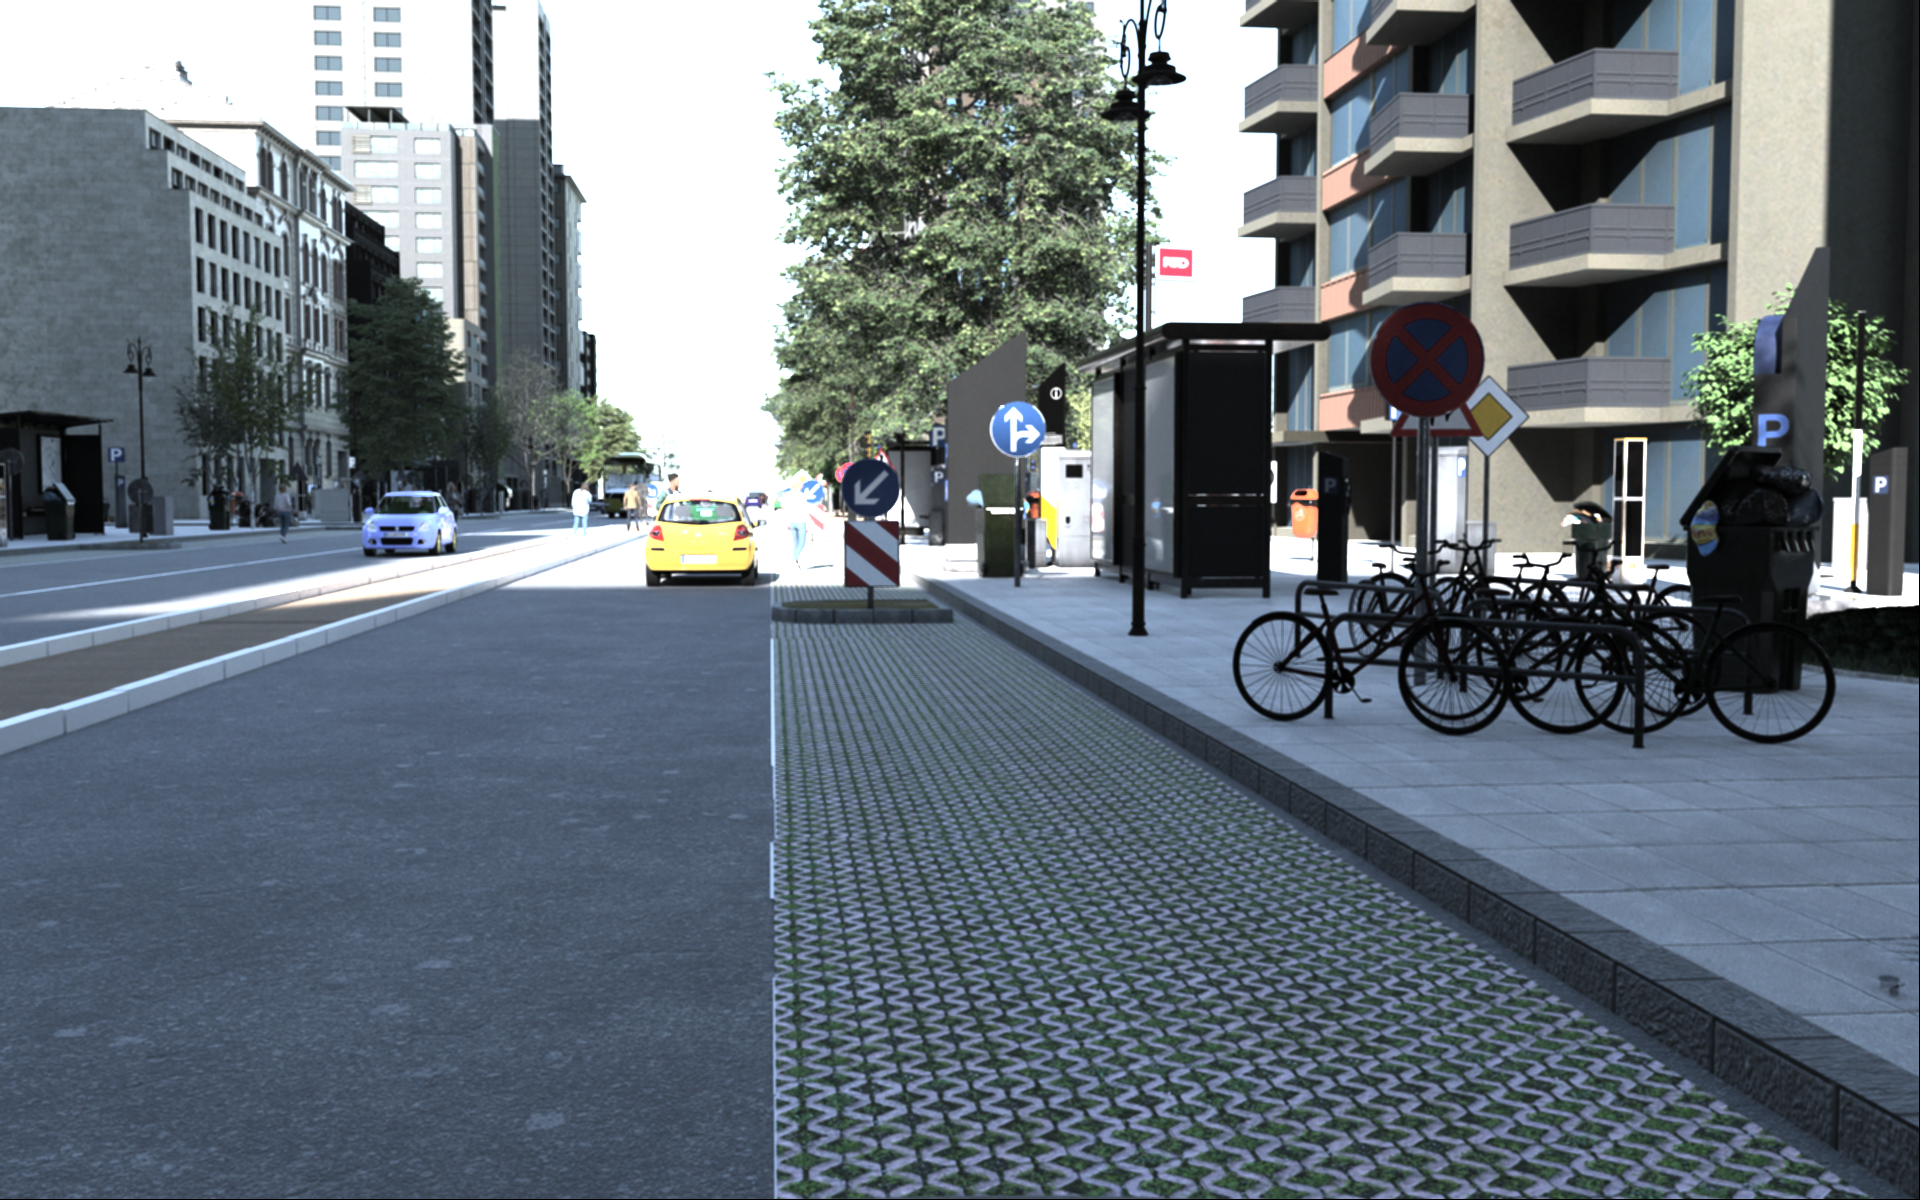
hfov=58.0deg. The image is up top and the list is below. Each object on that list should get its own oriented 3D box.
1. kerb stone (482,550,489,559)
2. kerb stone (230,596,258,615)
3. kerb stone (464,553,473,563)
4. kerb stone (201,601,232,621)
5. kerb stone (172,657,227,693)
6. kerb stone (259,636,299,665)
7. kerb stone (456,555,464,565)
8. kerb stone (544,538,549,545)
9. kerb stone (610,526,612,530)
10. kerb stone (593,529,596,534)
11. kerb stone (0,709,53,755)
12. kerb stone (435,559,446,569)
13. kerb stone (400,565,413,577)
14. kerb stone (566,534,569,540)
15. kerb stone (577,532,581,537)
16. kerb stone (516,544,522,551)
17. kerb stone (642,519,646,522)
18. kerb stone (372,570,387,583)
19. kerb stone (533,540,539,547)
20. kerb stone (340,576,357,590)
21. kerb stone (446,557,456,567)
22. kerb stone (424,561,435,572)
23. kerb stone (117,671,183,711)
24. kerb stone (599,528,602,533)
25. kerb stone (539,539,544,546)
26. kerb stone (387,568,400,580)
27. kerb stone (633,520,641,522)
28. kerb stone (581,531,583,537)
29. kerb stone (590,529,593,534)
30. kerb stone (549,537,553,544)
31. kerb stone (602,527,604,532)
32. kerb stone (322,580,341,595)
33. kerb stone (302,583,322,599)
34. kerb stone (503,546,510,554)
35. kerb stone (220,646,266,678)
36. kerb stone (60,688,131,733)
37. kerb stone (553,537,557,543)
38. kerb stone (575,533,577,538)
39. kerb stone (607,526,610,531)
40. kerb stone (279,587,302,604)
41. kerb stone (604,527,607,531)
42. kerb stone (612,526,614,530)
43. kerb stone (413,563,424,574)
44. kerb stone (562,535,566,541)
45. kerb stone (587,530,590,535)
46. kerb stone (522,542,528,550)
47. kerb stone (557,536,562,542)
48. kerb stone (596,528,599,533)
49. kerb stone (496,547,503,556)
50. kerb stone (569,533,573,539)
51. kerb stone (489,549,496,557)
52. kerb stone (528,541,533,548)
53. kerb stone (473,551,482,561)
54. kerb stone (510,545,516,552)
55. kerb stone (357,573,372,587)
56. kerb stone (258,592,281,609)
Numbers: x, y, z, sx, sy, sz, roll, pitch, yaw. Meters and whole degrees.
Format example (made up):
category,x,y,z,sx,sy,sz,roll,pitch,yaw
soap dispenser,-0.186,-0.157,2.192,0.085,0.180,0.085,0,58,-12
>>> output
category,x,y,z,sx,sy,sz,roll,pitch,yaw
kerb stone,-10.568,-0.974,38.133,0.120,0.150,1.000,0,4,-6
kerb stone,-8.675,0.086,20.793,0.120,0.150,1.000,0,4,-6
kerb stone,-10.349,-0.850,36.090,0.120,0.150,1.000,0,4,-6
kerb stone,-8.561,0.152,19.772,0.120,0.150,1.000,0,4,-6
kerb stone,-5.703,0.569,12.902,0.120,0.150,1.000,0,4,-6
kerb stone,-5.924,0.449,14.938,0.120,0.150,1.000,0,4,-6
kerb stone,-10.240,-0.788,35.074,0.120,0.150,1.000,0,4,-6
kerb stone,-11.683,-1.599,48.350,0.120,0.150,1.000,0,4,-6
kerb stone,-13.808,-2.785,67.724,0.120,0.150,1.000,0,4,-6
kerb stone,-13.144,-2.411,61.613,0.120,0.150,1.000,0,4,-6
kerb stone,-5.363,0.755,9.849,0.120,0.150,1.000,0,4,-6
kerb stone,-10.010,-0.663,33.036,0.120,0.150,1.000,0,4,-6
kerb stone,-9.674,-0.475,29.966,0.120,0.150,1.000,0,4,-6
kerb stone,-12.246,-1.910,53.431,0.120,0.150,1.000,0,4,-6
kerb stone,-12.579,-2.098,56.500,0.120,0.150,1.000,0,4,-6
kerb stone,-11.124,-1.286,43.238,0.120,0.150,1.000,0,4,-6
kerb stone,-15.860,-3.936,86.551,0.120,0.150,1.000,0,4,-6
kerb stone,-9.449,-0.350,27.914,0.120,0.150,1.000,0,4,-6
kerb stone,-11.459,-1.475,46.318,0.120,0.150,1.000,0,4,-6
kerb stone,-9.232,-0.225,25.880,0.120,0.150,1.000,0,4,-6
kerb stone,-10.119,-0.723,34.058,0.120,0.150,1.000,0,4,-6
kerb stone,-9.906,-0.600,32.002,0.120,0.150,1.000,0,4,-6
kerb stone,-5.583,0.634,11.887,0.120,0.150,1.000,0,4,-6
kerb stone,-13.354,-2.536,63.656,0.120,0.150,1.000,0,4,-6
kerb stone,-11.572,-1.538,47.334,0.120,0.150,1.000,0,4,-6
kerb stone,-9.569,-0.410,28.940,0.120,0.150,1.000,0,4,-6
kerb stone,-15.531,-3.748,83.499,0.120,0.150,1.000,0,4,-6
kerb stone,-12.690,-2.160,57.519,0.120,0.150,1.000,0,4,-6
kerb stone,-13.028,-2.348,60.586,0.120,0.150,1.000,0,4,-6
kerb stone,-11.800,-1.662,49.365,0.120,0.150,1.000,0,4,-6
kerb stone,-13.480,-2.598,64.670,0.120,0.150,1.000,0,4,-6
kerb stone,-9.115,-0.163,24.862,0.120,0.150,1.000,0,4,-6
kerb stone,-9.010,-0.101,23.842,0.120,0.150,1.000,0,4,-6
kerb stone,-10.908,-1.159,41.202,0.120,0.150,1.000,0,4,-6
kerb stone,-5.811,0.506,13.921,0.120,0.150,1.000,0,4,-6
kerb stone,-5.467,0.701,10.867,0.120,0.150,1.000,0,4,-6
kerb stone,-11.917,-1.724,50.381,0.120,0.150,1.000,0,4,-6
kerb stone,-12.469,-2.031,55.483,0.120,0.150,1.000,0,4,-6
kerb stone,-13.699,-2.719,66.704,0.120,0.150,1.000,0,4,-6
kerb stone,-8.904,-0.039,22.825,0.120,0.150,1.000,0,4,-6
kerb stone,-13.588,-2.660,65.688,0.120,0.150,1.000,0,4,-6
kerb stone,-13.916,-2.845,68.747,0.120,0.150,1.000,0,4,-6
kerb stone,-9.791,-0.537,30.983,0.120,0.150,1.000,0,4,-6
kerb stone,-12.135,-1.848,52.414,0.120,0.150,1.000,0,4,-6
kerb stone,-12.918,-2.285,59.561,0.120,0.150,1.000,0,4,-6
kerb stone,-11.241,-1.343,44.254,0.120,0.150,1.000,0,4,-6
kerb stone,-12.019,-1.786,51.398,0.120,0.150,1.000,0,4,-6
kerb stone,-13.248,-2.473,62.631,0.120,0.150,1.000,0,4,-6
kerb stone,-10.796,-1.099,40.172,0.120,0.150,1.000,0,4,-6
kerb stone,-12.346,-1.970,54.448,0.120,0.150,1.000,0,4,-6
kerb stone,-10.686,-1.037,39.156,0.120,0.150,1.000,0,4,-6
kerb stone,-11.349,-1.412,45.285,0.120,0.150,1.000,0,4,-6
kerb stone,-10.451,-0.911,37.112,0.120,0.150,1.000,0,4,-6
kerb stone,-11.022,-1.225,42.218,0.120,0.150,1.000,0,4,-6
kerb stone,-9.347,-0.285,26.896,0.120,0.150,1.000,0,4,-6
kerb stone,-8.784,0.024,21.809,0.120,0.150,1.000,0,4,-6
